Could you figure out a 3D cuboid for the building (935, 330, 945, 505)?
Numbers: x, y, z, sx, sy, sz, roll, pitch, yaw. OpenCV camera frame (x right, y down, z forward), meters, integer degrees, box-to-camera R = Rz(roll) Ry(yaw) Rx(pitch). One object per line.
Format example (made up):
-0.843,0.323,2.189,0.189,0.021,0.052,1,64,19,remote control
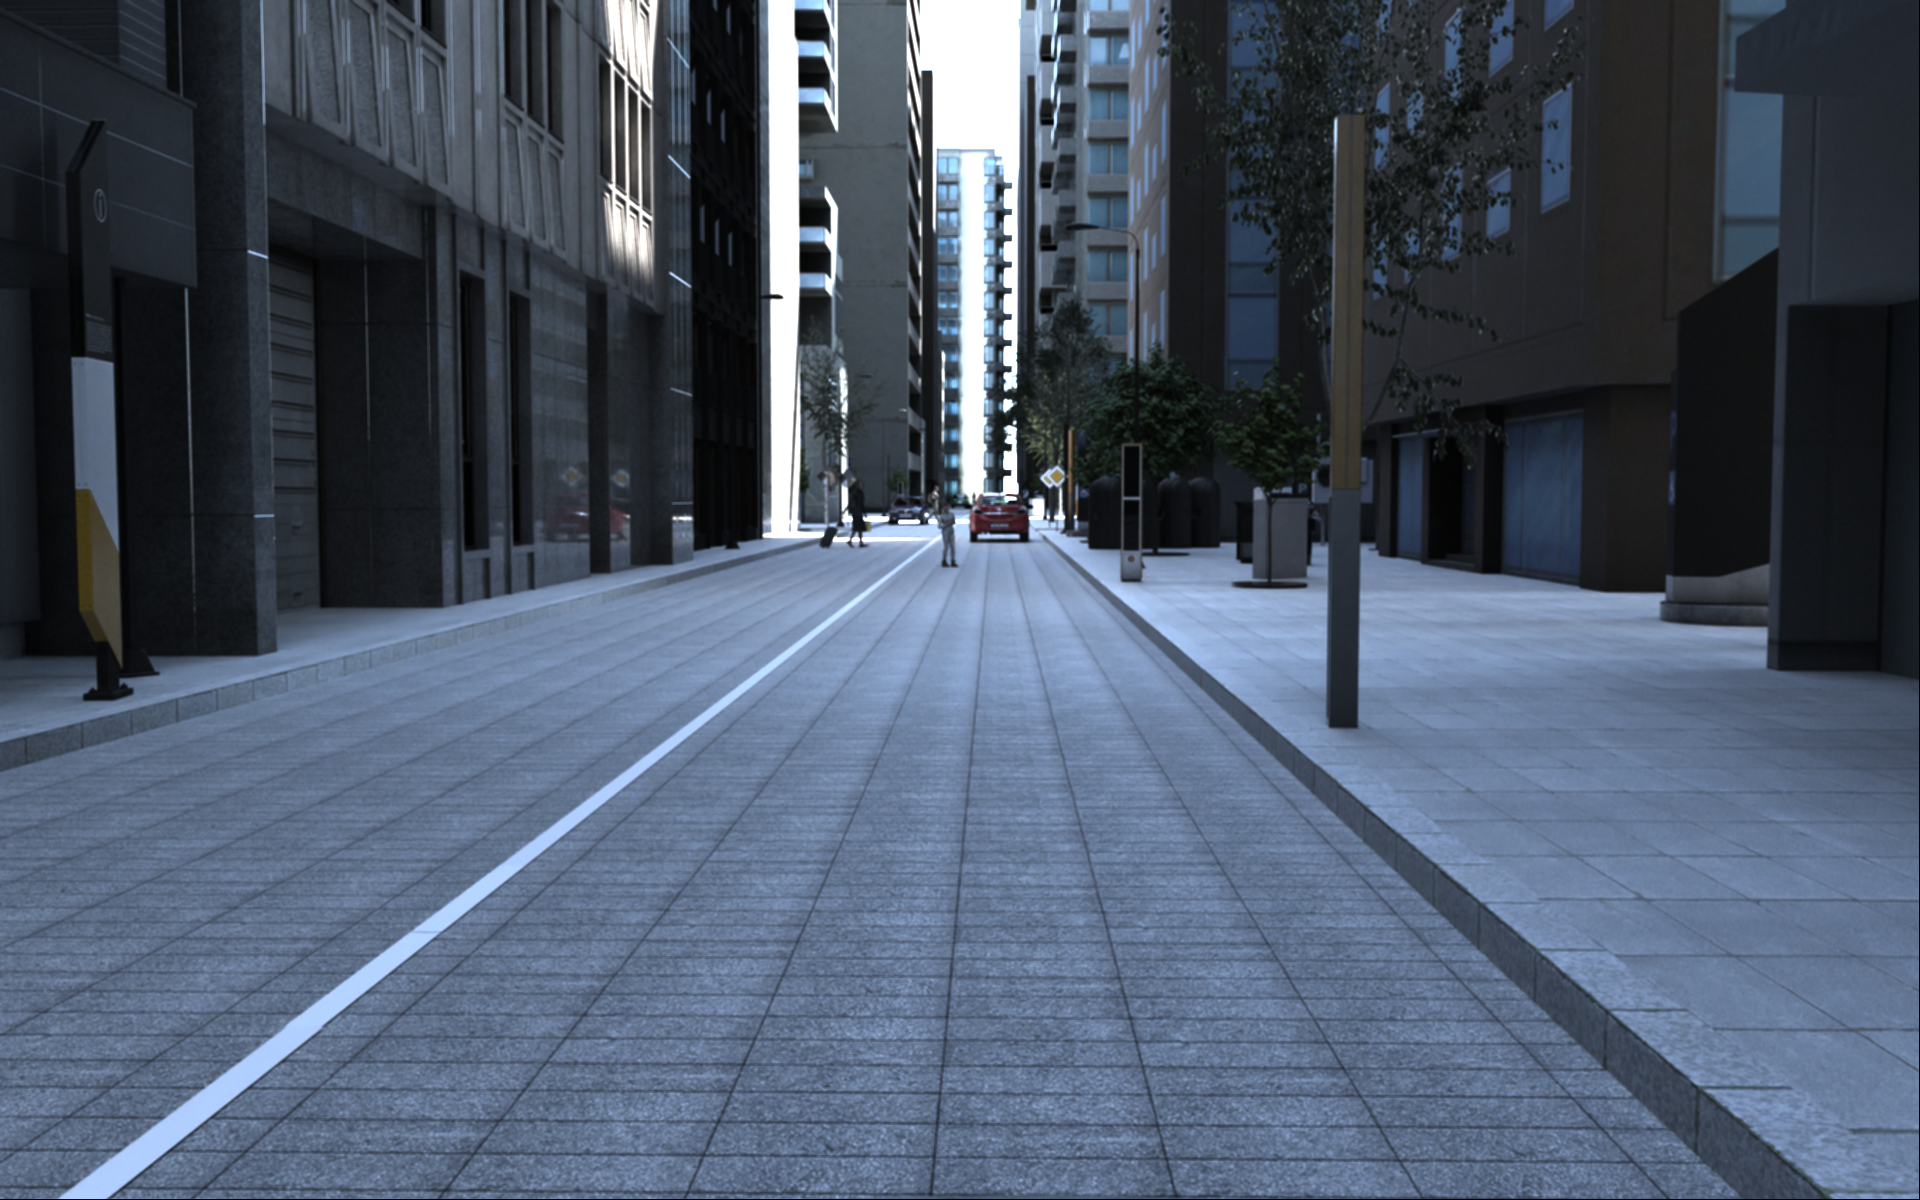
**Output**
-16.607,-22.055,205.634,28.899,21.520,27.650,0,4,1,building

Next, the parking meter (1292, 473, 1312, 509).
7.013,-1.826,35.567,0.399,1.863,0.255,1,4,10,parking meter

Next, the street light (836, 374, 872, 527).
-4.108,-5.799,67.355,1.470,5.913,1.316,0,4,1,street light

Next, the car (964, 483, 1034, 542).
1.196,-2.696,53.119,2.155,1.783,4.494,0,4,1,car

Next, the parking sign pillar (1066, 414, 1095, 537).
3.929,-3.902,52.272,1.447,3.967,1.447,1,4,20,parking sign pillar

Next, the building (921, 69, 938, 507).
-9.414,-32.418,180.142,14.600,45.320,14.200,0,4,1,building

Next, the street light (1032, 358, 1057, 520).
3.152,-5.303,59.249,1.470,5.913,1.316,0,4,1,street light

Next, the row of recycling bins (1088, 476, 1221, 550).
4.672,-2.075,41.043,3.534,1.692,1.069,-2,4,-28,row of recycling bins

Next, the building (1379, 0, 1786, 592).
15.103,-23.098,27.759,14.600,45.320,14.200,0,4,1,building

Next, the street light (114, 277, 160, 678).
-5.319,-2.416,12.045,1.470,5.913,1.316,0,4,1,street light

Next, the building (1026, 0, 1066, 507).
20.641,-34.961,160.857,28.713,52.752,27.495,0,4,1,building

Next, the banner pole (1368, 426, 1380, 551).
9.664,-3.011,39.246,0.401,3.779,0.863,-3,4,-36,banner pole

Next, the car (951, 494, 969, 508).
0.022,-10.286,176.972,1.959,1.807,4.718,0,4,2,car

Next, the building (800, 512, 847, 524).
-16.626,-47.443,88.361,22.319,86.520,31.000,0,4,1,building

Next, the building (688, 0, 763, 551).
-11.929,-12.919,40.902,12.332,23.373,15.834,0,4,1,building

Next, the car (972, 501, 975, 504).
1.669,-4.938,92.534,2.131,1.459,4.920,0,4,3,car

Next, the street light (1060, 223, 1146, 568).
2.499,-3.502,29.804,1.470,5.913,1.316,0,4,1,street light

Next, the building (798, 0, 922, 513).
-13.849,-30.581,123.708,21.300,48.544,21.600,0,4,1,building

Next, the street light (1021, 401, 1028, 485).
3.704,-6.946,86.104,1.470,5.913,1.316,0,4,1,street light

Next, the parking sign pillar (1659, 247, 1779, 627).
7.828,-1.765,17.336,1.447,3.967,1.447,1,4,12,parking sign pillar

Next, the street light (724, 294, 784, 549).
-4.790,-4.148,40.364,1.470,5.913,1.316,0,4,1,street light

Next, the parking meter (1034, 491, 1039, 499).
5.917,-7.655,133.568,0.372,1.533,0.369,0,3,0,parking meter

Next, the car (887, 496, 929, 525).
-2.413,-4.232,81.769,1.945,1.354,3.894,0,4,3,car

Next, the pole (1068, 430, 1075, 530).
3.539,-3.741,55.007,0.158,3.312,0.155,0,3,0,pole

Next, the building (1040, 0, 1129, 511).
18.044,-30.986,126.236,23.786,49.044,30.456,0,4,1,building

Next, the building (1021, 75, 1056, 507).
13.816,-32.551,182.323,14.600,45.320,14.200,0,4,1,building

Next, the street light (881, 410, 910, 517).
-3.658,-7.524,95.564,1.470,5.913,1.316,0,4,1,street light

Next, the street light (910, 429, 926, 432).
-3.089,-9.220,123.293,1.470,5.913,1.316,0,4,1,street light

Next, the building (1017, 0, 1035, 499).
17.285,-40.444,203.255,21.231,58.520,28.212,0,4,1,building

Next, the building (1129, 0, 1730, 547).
12.476,-24.520,51.015,14.600,45.320,14.200,0,4,1,building

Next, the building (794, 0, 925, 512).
-14.126,-51.605,156.417,22.319,86.520,31.000,0,4,1,building

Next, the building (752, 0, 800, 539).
-13.981,-12.171,53.748,16.860,20.320,10.420,0,4,1,building

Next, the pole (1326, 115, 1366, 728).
2.110,-0.956,9.472,0.158,3.312,0.155,0,3,0,pole

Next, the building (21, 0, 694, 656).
-11.363,-12.536,22.994,12.078,24.808,19.932,0,4,1,building

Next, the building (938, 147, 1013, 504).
-8.002,-37.775,237.228,30.456,49.044,23.786,0,4,1,building

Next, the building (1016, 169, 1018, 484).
14.675,-35.584,231.914,14.200,45.320,14.600,0,4,1,building
